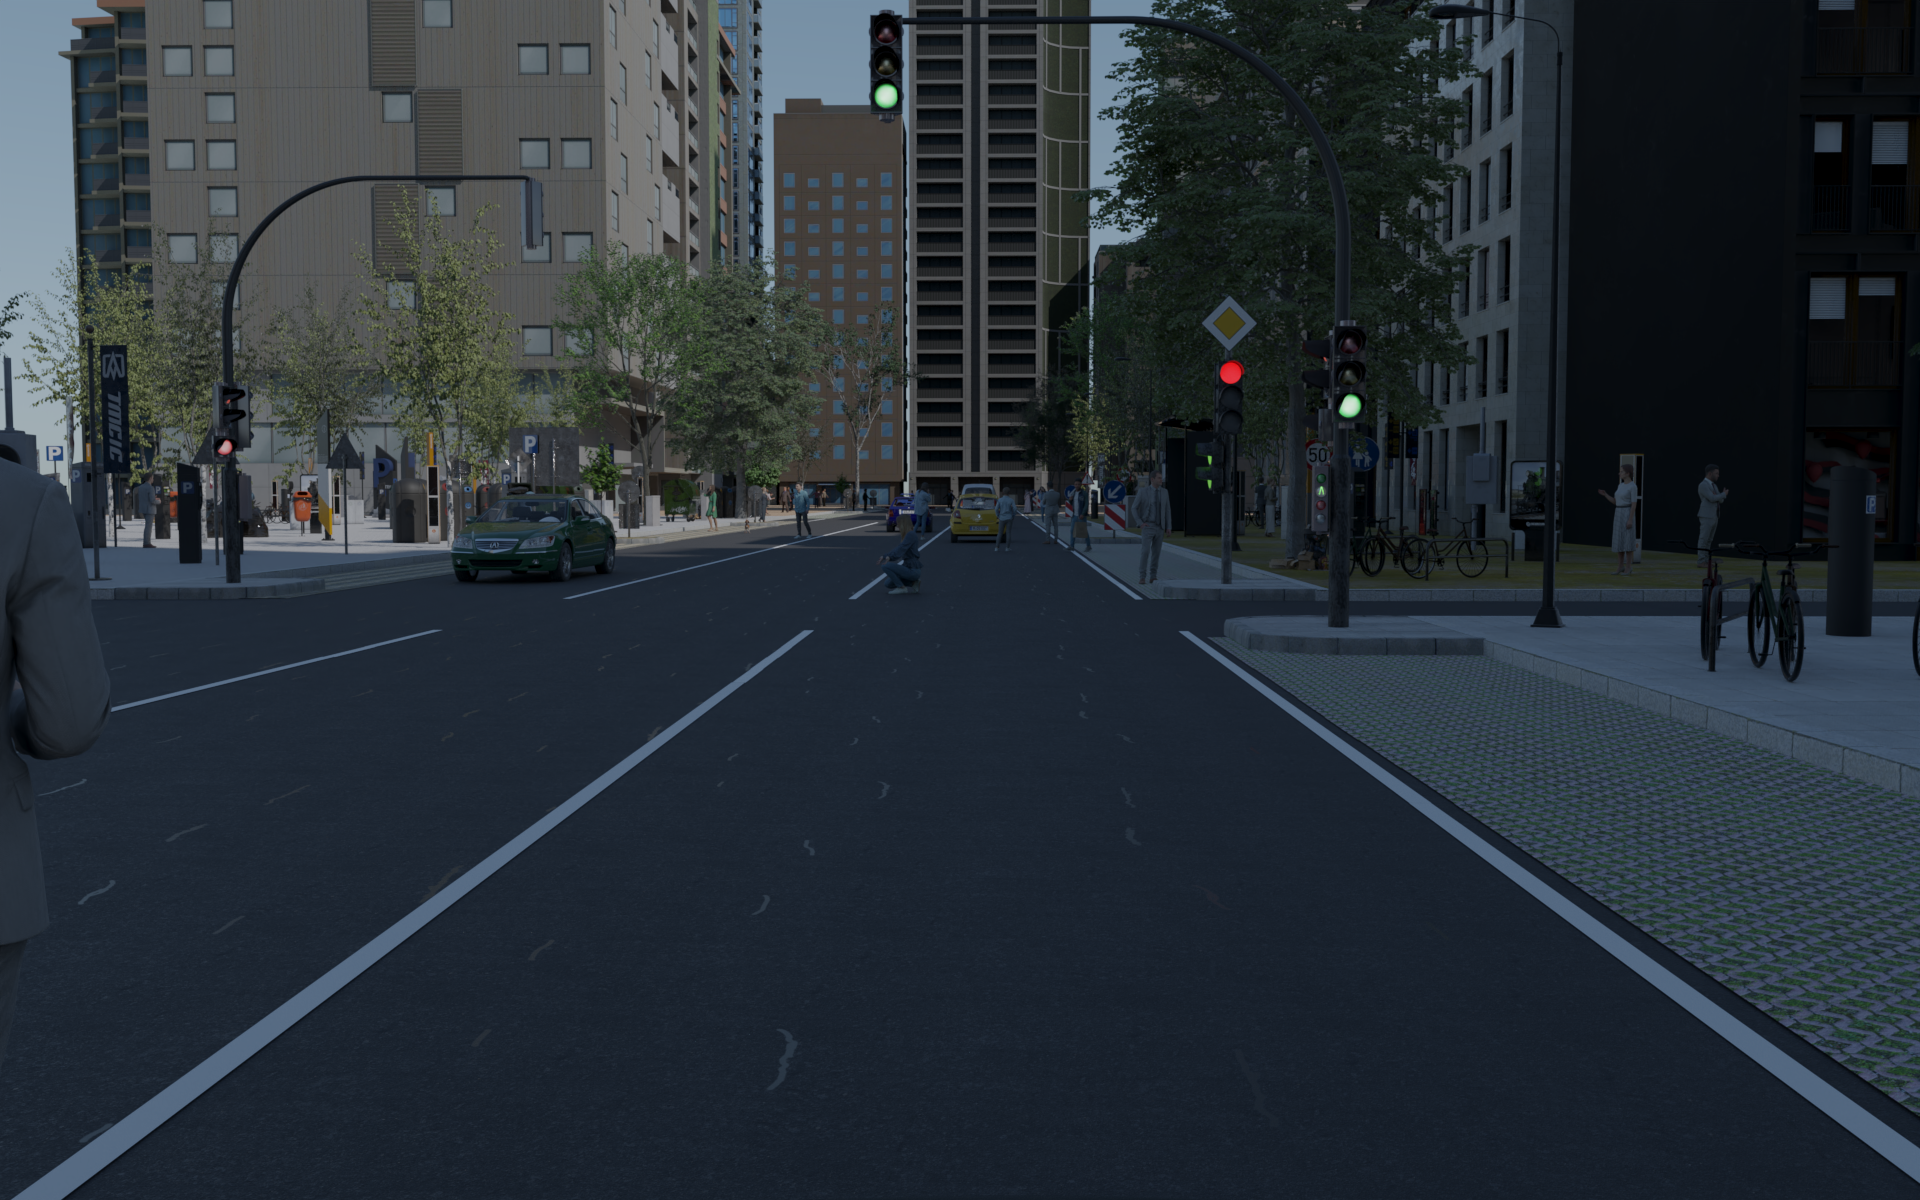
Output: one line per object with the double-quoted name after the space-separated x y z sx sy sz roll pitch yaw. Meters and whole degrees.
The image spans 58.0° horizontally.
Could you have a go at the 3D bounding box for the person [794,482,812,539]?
-5.070 -2.902 55.963 0.660 1.820 0.620 2 4 32 "person"

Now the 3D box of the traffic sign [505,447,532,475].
-12.232 -2.951 47.984 0.795 2.593 0.064 1 4 9 "traffic sign"

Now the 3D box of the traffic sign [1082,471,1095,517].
7.222 -6.013 98.324 0.884 2.594 0.081 1 4 10 "traffic sign"

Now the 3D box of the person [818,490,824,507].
-13.826 -10.053 171.214 0.742 1.727 0.445 0 4 -8 "person"

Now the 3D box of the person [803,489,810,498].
-12.849 -8.244 141.656 1.217 1.723 0.721 1 4 9 "person"

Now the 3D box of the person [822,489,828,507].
-13.517 -10.208 172.948 0.705 1.823 1.348 1 4 20 "person"

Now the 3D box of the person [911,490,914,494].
-4.767 -9.980 171.688 0.705 1.821 1.348 1 4 8 "person"

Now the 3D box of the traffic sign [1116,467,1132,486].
7.750 -4.996 81.794 0.768 2.556 0.104 0 4 3 "traffic sign"

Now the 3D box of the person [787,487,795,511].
-12.699 -7.466 128.133 0.705 1.821 1.348 2 4 34 "person"

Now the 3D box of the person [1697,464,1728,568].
13.087 -1.461 30.111 0.466 1.800 0.511 2 4 30 "person"

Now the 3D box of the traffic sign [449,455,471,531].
-13.035 -2.634 45.193 0.606 2.300 0.079 0 4 7 "traffic sign"

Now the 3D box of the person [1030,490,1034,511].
5.373 -7.464 131.344 0.445 1.727 0.742 0 4 -3 "person"

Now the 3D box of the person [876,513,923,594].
-0.909 -0.665 24.879 0.738 1.151 1.012 0 4 5 "person"

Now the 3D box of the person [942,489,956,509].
-0.857 -8.173 141.758 1.348 1.869 0.705 2 4 29 "person"

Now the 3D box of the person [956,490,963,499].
0.192 -9.655 166.372 1.348 1.822 0.705 2 4 32 "person"

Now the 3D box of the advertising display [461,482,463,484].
-27.159 -5.446 94.261 0.123 1.923 0.974 0 4 -6 "advertising display"

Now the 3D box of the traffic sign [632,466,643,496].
-14.310 -4.726 77.373 0.768 2.556 0.104 1 4 10 "traffic sign"

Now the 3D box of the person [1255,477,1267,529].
11.153 -3.567 63.721 0.648 1.900 0.474 0 4 -4 "person"

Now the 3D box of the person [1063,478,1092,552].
2.940 -2.077 42.443 0.713 1.824 0.794 -2 4 -26 "person"

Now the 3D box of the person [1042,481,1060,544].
2.600 -2.518 49.842 0.511 1.800 0.466 -2 4 -33 "person"

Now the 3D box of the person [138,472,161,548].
-19.268 -2.144 41.298 0.606 1.804 0.583 2 4 31 "person"

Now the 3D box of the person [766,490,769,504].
-19.087 -10.138 172.313 0.721 1.766 1.217 -1 4 -16 "person"

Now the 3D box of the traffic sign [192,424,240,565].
-13.371 -1.903 31.114 0.884 2.594 0.081 0 4 3 "traffic sign"

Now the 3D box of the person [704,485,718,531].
-9.429 -3.504 66.036 0.529 1.795 0.600 -3 4 -37 "person"

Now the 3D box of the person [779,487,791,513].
-12.117 -6.925 119.814 0.990 1.755 0.434 2 4 29 "person"

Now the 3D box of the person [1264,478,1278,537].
9.240 -2.738 51.359 0.362 1.759 0.519 -1 4 -9 "person"

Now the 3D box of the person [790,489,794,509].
-14.303 -8.555 146.630 0.721 1.735 1.217 -1 4 -16 "person"

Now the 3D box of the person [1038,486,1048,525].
3.914 -4.326 79.502 0.793 1.790 0.793 -3 4 -37 "person"

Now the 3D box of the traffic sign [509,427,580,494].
-12.664 -3.600 52.737 2.265 3.308 0.079 1 4 11 "traffic sign"

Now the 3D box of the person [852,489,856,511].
-8.476 -7.963 138.836 0.705 1.807 1.348 0 4 -4 "person"

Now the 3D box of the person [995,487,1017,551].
1.154 -2.026 43.440 0.589 1.601 0.330 1 4 17 "person"

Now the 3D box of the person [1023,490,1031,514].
4.786 -7.022 123.972 0.621 1.740 0.551 0 4 -3 "person"

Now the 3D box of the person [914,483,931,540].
-1.236 -2.791 54.396 0.793 1.790 0.793 0 4 8 "person"

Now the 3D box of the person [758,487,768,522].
-9.831 -4.729 86.249 0.534 1.772 0.576 0 4 1 "person"

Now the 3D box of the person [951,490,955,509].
-0.681 -9.836 169.190 0.599 1.838 0.709 1 4 22 "person"

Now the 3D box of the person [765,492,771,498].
-19.138 -9.965 169.707 1.217 1.736 0.721 -2 4 -25 "person"

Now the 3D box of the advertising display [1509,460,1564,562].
10.963 -1.698 32.976 0.974 1.923 0.123 3 4 36 "advertising display"

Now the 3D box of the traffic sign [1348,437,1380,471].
8.904 -2.344 38.432 0.768 2.556 0.104 0 4 6 "traffic sign"

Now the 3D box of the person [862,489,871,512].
-7.627 -8.092 140.433 0.705 1.869 1.348 1 4 23 "person"

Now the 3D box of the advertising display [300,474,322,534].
-20.828 -3.104 55.960 0.974 1.923 0.123 0 4 8 "advertising display"

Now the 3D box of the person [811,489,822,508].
-13.130 -9.260 158.157 1.217 1.743 0.721 -1 4 -23 "person"

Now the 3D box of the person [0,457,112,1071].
-1.520 0.378 2.513 0.606 1.804 0.583 -1 4 -14 "person"

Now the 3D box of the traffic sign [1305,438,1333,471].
8.149 -2.411 39.534 0.768 2.556 0.104 0 4 3 "traffic sign"

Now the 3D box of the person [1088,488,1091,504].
10.285 -8.092 138.481 1.348 1.807 0.705 2 4 26 "person"

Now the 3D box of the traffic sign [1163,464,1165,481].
7.134 -3.451 58.557 0.606 2.300 0.079 0 4 8 "traffic sign"

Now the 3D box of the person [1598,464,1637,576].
10.409 -1.268 27.343 0.524 1.755 0.480 -1 4 -17 "person"

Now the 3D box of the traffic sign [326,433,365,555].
-13.026 -2.244 36.692 0.884 2.594 0.081 0 4 8 "traffic sign"

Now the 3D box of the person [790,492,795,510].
-13.303 -7.834 137.368 0.697 1.427 0.421 -1 4 -21 "person"

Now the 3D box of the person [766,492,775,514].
-12.366 -6.237 111.203 0.628 1.438 0.799 2 4 35 "person"

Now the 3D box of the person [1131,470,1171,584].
3.058 -1.159 27.542 0.635 1.810 0.391 -2 4 -28 "person"
